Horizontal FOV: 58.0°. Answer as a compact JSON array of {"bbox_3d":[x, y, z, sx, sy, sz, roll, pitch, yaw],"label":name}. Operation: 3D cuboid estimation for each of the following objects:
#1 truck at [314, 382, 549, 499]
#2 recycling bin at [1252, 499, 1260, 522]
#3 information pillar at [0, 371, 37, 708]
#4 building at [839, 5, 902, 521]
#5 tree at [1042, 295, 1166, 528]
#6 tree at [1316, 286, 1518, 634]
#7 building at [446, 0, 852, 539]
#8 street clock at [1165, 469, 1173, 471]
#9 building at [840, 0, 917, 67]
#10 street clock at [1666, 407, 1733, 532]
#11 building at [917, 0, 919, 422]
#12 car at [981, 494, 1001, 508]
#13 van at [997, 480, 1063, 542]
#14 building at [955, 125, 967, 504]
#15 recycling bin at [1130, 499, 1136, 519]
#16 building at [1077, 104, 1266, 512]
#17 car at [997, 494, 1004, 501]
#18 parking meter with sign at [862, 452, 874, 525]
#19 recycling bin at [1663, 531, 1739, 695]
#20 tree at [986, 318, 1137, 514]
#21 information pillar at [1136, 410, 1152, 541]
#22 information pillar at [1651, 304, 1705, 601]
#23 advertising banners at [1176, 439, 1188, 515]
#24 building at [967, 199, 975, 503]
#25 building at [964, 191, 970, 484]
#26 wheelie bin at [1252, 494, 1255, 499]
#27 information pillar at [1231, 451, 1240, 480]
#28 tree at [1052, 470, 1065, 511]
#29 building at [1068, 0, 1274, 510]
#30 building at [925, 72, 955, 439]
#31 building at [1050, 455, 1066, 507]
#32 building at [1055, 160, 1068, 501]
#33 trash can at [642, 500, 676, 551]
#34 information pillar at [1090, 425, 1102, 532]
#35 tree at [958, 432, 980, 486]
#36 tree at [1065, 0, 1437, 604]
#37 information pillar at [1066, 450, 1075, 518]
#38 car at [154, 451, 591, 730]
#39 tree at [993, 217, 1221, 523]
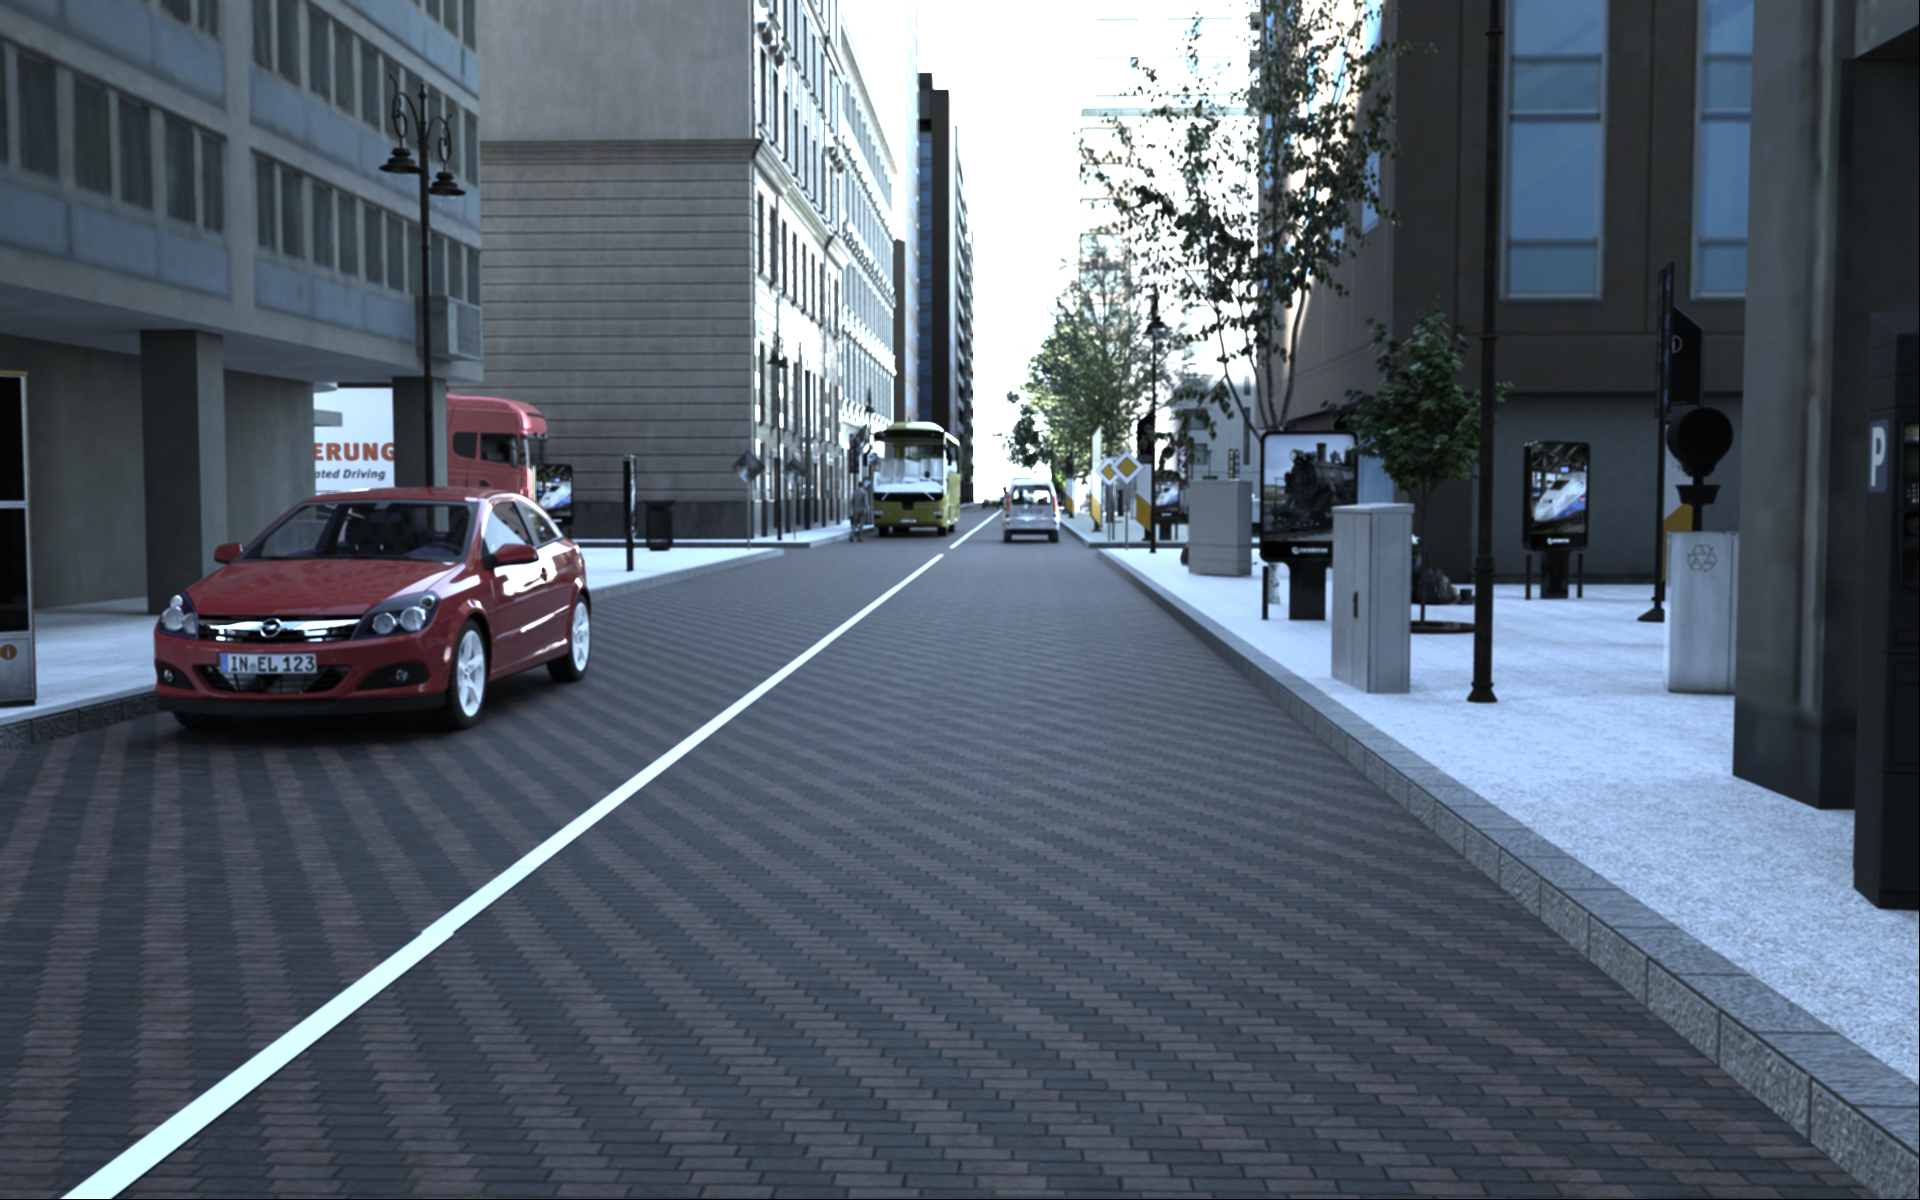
[{"bbox_3d":[-15.424,-3.338,43.494,11.283,4.237,2.839,0,4,1],"label":"truck"},{"bbox_3d":[10.719,-3.114,63.473,0.722,1.027,0.722,1,4,10],"label":"recycling bin"},{"bbox_3d":[-5.805,-0.364,10.439,0.304,2.012,0.304,3,5,45],"label":"information pillar"},{"bbox_3d":[-13.011,-19.486,95.015,17.030,29.872,44.131,0,4,2],"label":"building"},{"bbox_3d":[5.516,-7.032,65.342,4.737,8.622,4.395,0,3,0],"label":"tree"},{"bbox_3d":[4.418,-1.319,16.162,1.663,3.219,1.824,0,3,0],"label":"tree"},{"bbox_3d":[-11.015,-16.097,60.444,12.463,27.353,25.104,0,4,2],"label":"building"},{"bbox_3d":[6.098,-2.837,50.954,0.358,2.002,0.471,-1,4,-17],"label":"street clock"},{"bbox_3d":[-10.518,-29.310,129.335,14.600,45.320,14.200,0,4,2],"label":"building"},{"bbox_3d":[6.190,-0.610,14.547,0.471,2.002,0.358,0,3,0],"label":"street clock"},{"bbox_3d":[-12.308,-44.773,170.288,20.563,71.187,20.611,0,4,2],"label":"building"},{"bbox_3d":[3.125,-10.105,175.442,2.015,1.641,3.980,0,4,2],"label":"car"},{"bbox_3d":[2.145,-2.792,52.662,2.013,2.044,4.112,0,4,1],"label":"van"},{"bbox_3d":[-10.487,-36.320,217.529,21.300,48.544,21.600,0,4,2],"label":"building"},{"bbox_3d":[9.186,-4.679,89.051,0.722,1.027,0.722,-1,4,-13],"label":"recycling bin"},{"bbox_3d":[15.957,-22.072,132.575,14.160,30.474,14.107,0,4,2],"label":"building"},{"bbox_3d":[6.704,-16.023,270.778,1.959,1.807,4.718,0,4,1],"label":"car"},{"bbox_3d":[-3.805,-4.616,71.728,0.543,3.016,1.738,0,4,6],"label":"parking meter with sign"},{"bbox_3d":[5.030,0.073,11.365,0.722,1.027,0.722,1,4,19],"label":"recycling bin"},{"bbox_3d":[6.865,-11.847,110.704,9.611,12.733,9.660,0,3,0],"label":"tree"},{"bbox_3d":[5.077,-3.428,47.396,0.504,3.616,0.183,1,4,9],"label":"information pillar"},{"bbox_3d":[8.557,-1.789,20.603,0.183,3.616,0.504,-3,5,-45],"label":"information pillar"},{"bbox_3d":[7.509,-3.557,54.341,0.090,3.025,2.074,-3,4,-37],"label":"advertising banners"},{"bbox_3d":[-8.679,-39.507,269.643,21.300,48.544,21.600,0,4,2],"label":"building"},{"bbox_3d":[-9.943,-36.030,243.722,22.147,44.769,28.867,0,4,2],"label":"building"},{"bbox_3d":[11.119,-3.688,68.209,0.980,1.594,0.693,1,4,13],"label":"wheelie bin"},{"bbox_3d":[15.004,-6.302,94.397,0.504,3.616,0.183,-1,4,-10],"label":"information pillar"},{"bbox_3d":[7.698,-8.552,134.433,1.663,3.219,1.824,0,3,0],"label":"tree"},{"bbox_3d":[20.046,-37.352,152.705,21.231,58.520,28.212,0,4,2],"label":"building"},{"bbox_3d":[-7.737,-32.921,188.373,14.600,45.320,14.200,0,4,2],"label":"building"},{"bbox_3d":[26.350,-23.915,236.042,27.650,21.520,28.899,0,4,2],"label":"building"},{"bbox_3d":[18.872,-32.456,214.244,14.154,41.232,14.086,0,4,2],"label":"building"},{"bbox_3d":[-6.787,-1.679,39.104,0.748,1.137,0.748,0,3,0],"label":"trash can"},{"bbox_3d":[4.625,-4.138,59.008,0.183,3.616,0.504,3,5,45],"label":"information pillar"},{"bbox_3d":[0.059,-15.238,199.509,4.360,8.622,3.978,0,3,0],"label":"tree"},{"bbox_3d":[3.589,-4.278,20.308,4.360,8.622,3.978,0,3,0],"label":"tree"},{"bbox_3d":[5.897,-6.206,92.822,0.504,3.616,0.183,2,4,32],"label":"information pillar"},{"bbox_3d":[-3.829,-0.174,11.888,2.155,1.783,4.494,0,4,2],"label":"car"},{"bbox_3d":[6.654,-10.250,77.960,12.009,13.543,11.850,0,3,0],"label":"tree"}]
